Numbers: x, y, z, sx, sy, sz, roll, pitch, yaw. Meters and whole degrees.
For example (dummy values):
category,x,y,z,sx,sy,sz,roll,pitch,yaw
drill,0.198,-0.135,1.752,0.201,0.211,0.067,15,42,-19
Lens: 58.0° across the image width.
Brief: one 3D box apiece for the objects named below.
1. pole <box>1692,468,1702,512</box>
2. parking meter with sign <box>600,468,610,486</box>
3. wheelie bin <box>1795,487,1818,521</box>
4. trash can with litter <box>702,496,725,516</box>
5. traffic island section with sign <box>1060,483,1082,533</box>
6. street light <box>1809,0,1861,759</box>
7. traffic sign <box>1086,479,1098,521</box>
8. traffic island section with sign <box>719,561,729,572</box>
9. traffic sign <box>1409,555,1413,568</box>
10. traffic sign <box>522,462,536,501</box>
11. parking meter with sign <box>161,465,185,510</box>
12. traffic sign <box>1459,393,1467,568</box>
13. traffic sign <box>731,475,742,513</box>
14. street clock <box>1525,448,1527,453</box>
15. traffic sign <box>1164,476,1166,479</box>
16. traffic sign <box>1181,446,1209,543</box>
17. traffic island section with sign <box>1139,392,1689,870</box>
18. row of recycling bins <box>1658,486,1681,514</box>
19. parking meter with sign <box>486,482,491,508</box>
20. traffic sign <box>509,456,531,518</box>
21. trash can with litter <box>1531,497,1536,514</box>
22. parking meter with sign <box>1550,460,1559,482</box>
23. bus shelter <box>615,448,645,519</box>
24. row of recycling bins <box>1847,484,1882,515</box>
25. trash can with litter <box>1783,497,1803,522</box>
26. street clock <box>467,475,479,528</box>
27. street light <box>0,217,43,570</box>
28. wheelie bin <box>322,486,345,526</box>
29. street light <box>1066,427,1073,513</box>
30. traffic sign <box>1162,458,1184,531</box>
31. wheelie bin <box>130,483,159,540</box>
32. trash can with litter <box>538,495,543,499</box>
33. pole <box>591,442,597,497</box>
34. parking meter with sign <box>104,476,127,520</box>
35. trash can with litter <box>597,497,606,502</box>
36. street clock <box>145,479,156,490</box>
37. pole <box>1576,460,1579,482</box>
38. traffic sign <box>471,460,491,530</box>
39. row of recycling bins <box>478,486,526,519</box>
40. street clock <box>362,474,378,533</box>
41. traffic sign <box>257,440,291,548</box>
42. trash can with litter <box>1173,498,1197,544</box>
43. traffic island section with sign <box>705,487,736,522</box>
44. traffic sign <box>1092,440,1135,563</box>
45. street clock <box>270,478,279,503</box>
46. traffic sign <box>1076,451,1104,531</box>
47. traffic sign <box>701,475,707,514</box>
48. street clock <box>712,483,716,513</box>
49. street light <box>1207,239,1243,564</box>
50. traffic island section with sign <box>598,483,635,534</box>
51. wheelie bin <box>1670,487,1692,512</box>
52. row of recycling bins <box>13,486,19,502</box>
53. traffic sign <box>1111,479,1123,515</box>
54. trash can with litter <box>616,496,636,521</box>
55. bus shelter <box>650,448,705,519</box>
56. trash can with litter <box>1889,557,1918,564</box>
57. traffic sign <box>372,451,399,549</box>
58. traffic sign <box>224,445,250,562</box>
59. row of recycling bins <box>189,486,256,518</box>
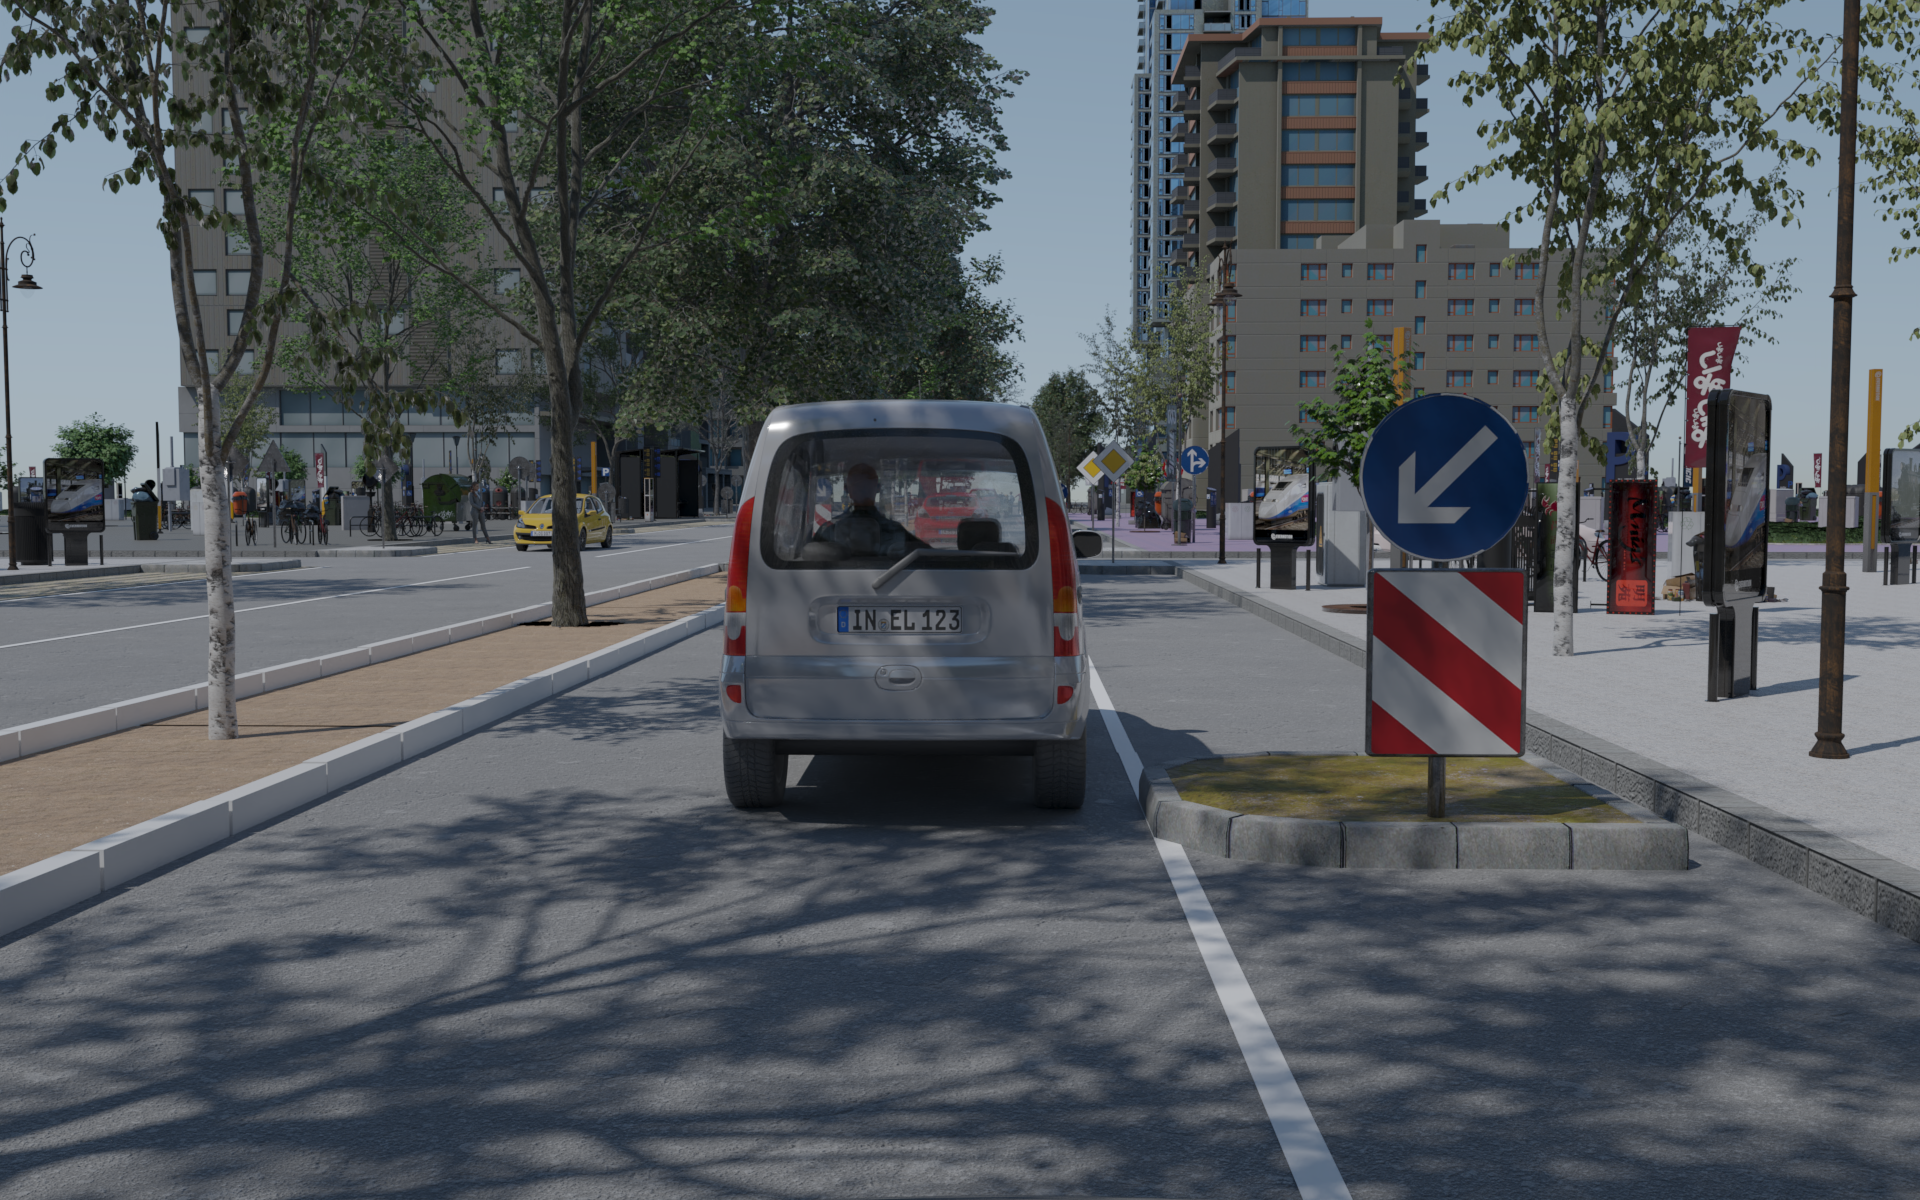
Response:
category,x,y,z,sx,sy,sz,roll,pitch,yaw
pole,17.990,-2.960,42.245,0.158,3.312,0.155,0,3,0
parking meter with sign,-23.504,-7.217,114.252,0.543,3.016,1.738,0,4,-1
wheelie bin,42.997,-4.905,88.102,0.693,1.594,0.980,-3,5,-43
trash can with litter,-14.919,-5.534,101.541,2.233,1.210,1.678,0,3,0
traffic island section with sign,3.437,-3.298,62.553,1.989,1.847,2.006,0,4,2
street light,4.244,-2.171,8.280,0.468,5.910,1.993,0,4,2
traffic sign,6.320,-4.951,83.085,0.606,2.300,0.079,1,4,9
traffic island section with sign,-3.426,-1.501,32.673,2.006,1.907,1.989,0,4,2
traffic sign,6.638,-1.426,25.440,0.606,2.300,0.079,0,4,8
traffic sign,-16.967,-4.142,67.828,0.768,2.556,0.104,1,4,10
parking meter with sign,-47.149,-6.542,103.218,1.738,3.016,0.543,0,4,-3
traffic sign,6.470,-1.364,22.306,0.884,2.594,0.081,0,4,6
traffic sign,-14.954,-7.080,115.860,0.768,2.556,0.104,0,4,4
street clock,6.836,-1.052,21.767,0.471,2.002,0.358,0,4,-3
traffic sign,9.061,-4.520,74.012,0.768,2.556,0.104,0,4,3
traffic sign,6.178,-2.789,45.709,0.768,2.556,0.104,0,4,2
traffic island section with sign,1.814,0.065,7.563,1.989,1.847,2.006,0,4,2
row of recycling bins,36.198,-4.989,88.685,3.534,1.692,1.069,-3,5,-44
parking meter with sign,-29.295,-6.758,106.753,0.543,3.016,1.738,-2,4,-30
traffic sign,-14.895,-3.576,58.572,0.768,2.556,0.104,0,4,8
trash can with litter,32.026,-5.110,94.604,1.678,1.210,2.233,-3,5,-42
parking meter with sign,30.480,-5.654,88.701,0.543,3.016,1.738,1,4,13
bus shelter,-16.651,-6.112,91.214,1.731,3.624,6.357,0,4,2
row of recycling bins,38.296,-4.077,73.765,1.069,1.692,3.534,0,4,7
trash can with litter,33.088,-3.513,68.823,0.624,1.170,1.055,2,4,32
street clock,-18.503,-3.742,65.748,0.471,2.002,0.358,-2,4,-28
street light,-15.982,-3.441,29.052,0.468,5.910,1.993,0,4,2
wheelie bin,-25.532,-3.842,70.729,0.693,1.594,0.980,1,4,13
street light,7.551,-8.978,119.584,0.468,5.910,1.993,0,4,2
traffic sign,7.348,-3.651,59.799,0.768,2.556,0.104,1,4,9
wheelie bin,-22.662,-2.460,48.129,0.693,1.594,0.980,-3,4,-36
trash can with litter,-24.917,-5.533,101.517,2.233,1.210,1.678,0,4,-2
pole,-14.312,-4.522,67.779,0.158,3.312,0.155,0,3,0
parking meter with sign,-42.393,-5.491,86.043,1.738,3.016,0.543,-2,4,-29
trash can with litter,-18.981,-4.971,92.670,0.624,1.170,1.055,-3,4,-36
street clock,-39.858,-4.936,85.278,0.471,2.002,0.358,-3,5,-42
pole,37.236,-6.774,104.604,0.158,3.312,0.155,0,3,0
traffic sign,-17.135,-3.783,61.952,0.768,2.556,0.104,0,4,8
row of recycling bins,-23.938,-4.969,88.355,3.534,1.692,1.069,-1,4,-12
street clock,-19.627,-3.250,57.700,0.471,2.002,0.358,1,4,12
traffic sign,-16.429,-2.536,41.466,0.884,2.594,0.081,1,4,11
trash can with litter,5.830,-2.057,45.017,0.624,1.170,1.055,1,4,8
traffic island section with sign,-12.119,-4.973,89.942,1.989,1.847,2.006,0,4,2
traffic sign,2.848,-1.745,32.171,0.795,2.450,0.064,0,4,2
street clock,-31.656,-4.604,79.849,0.471,2.002,0.358,0,4,-6
traffic sign,3.085,-2.233,40.153,0.795,2.450,0.064,0,4,2
traffic sign,-17.050,-6.966,114.006,0.768,2.556,0.104,0,4,6
street clock,-16.426,-6.823,116.123,0.358,2.002,0.471,-3,5,-43
street light,4.826,-3.604,31.712,0.468,5.910,1.993,0,4,2
traffic island section with sign,-12.918,-3.325,62.999,1.989,1.847,2.006,0,4,2
wheelie bin,31.739,-4.168,76.051,0.980,1.594,0.693,0,4,-4
row of recycling bins,-47.827,-4.991,88.708,1.069,1.692,3.534,-1,4,-9
traffic sign,8.079,-5.359,87.624,0.884,2.594,0.081,1,4,10
trash can with litter,-16.822,-4.491,84.482,2.233,1.210,1.678,-1,4,-15
bus shelter,-14.839,-6.121,91.361,1.731,3.624,6.357,0,4,2
trash can with litter,17.991,-1.270,31.824,2.233,1.210,1.678,0,4,-7
traffic sign,-13.552,-2.264,40.666,0.795,2.450,0.064,0,4,2
traffic sign,-13.789,-1.776,32.685,0.795,2.450,0.064,0,4,2
row of recycling bins,-39.952,-5.310,93.932,1.069,1.692,3.534,3,5,44
